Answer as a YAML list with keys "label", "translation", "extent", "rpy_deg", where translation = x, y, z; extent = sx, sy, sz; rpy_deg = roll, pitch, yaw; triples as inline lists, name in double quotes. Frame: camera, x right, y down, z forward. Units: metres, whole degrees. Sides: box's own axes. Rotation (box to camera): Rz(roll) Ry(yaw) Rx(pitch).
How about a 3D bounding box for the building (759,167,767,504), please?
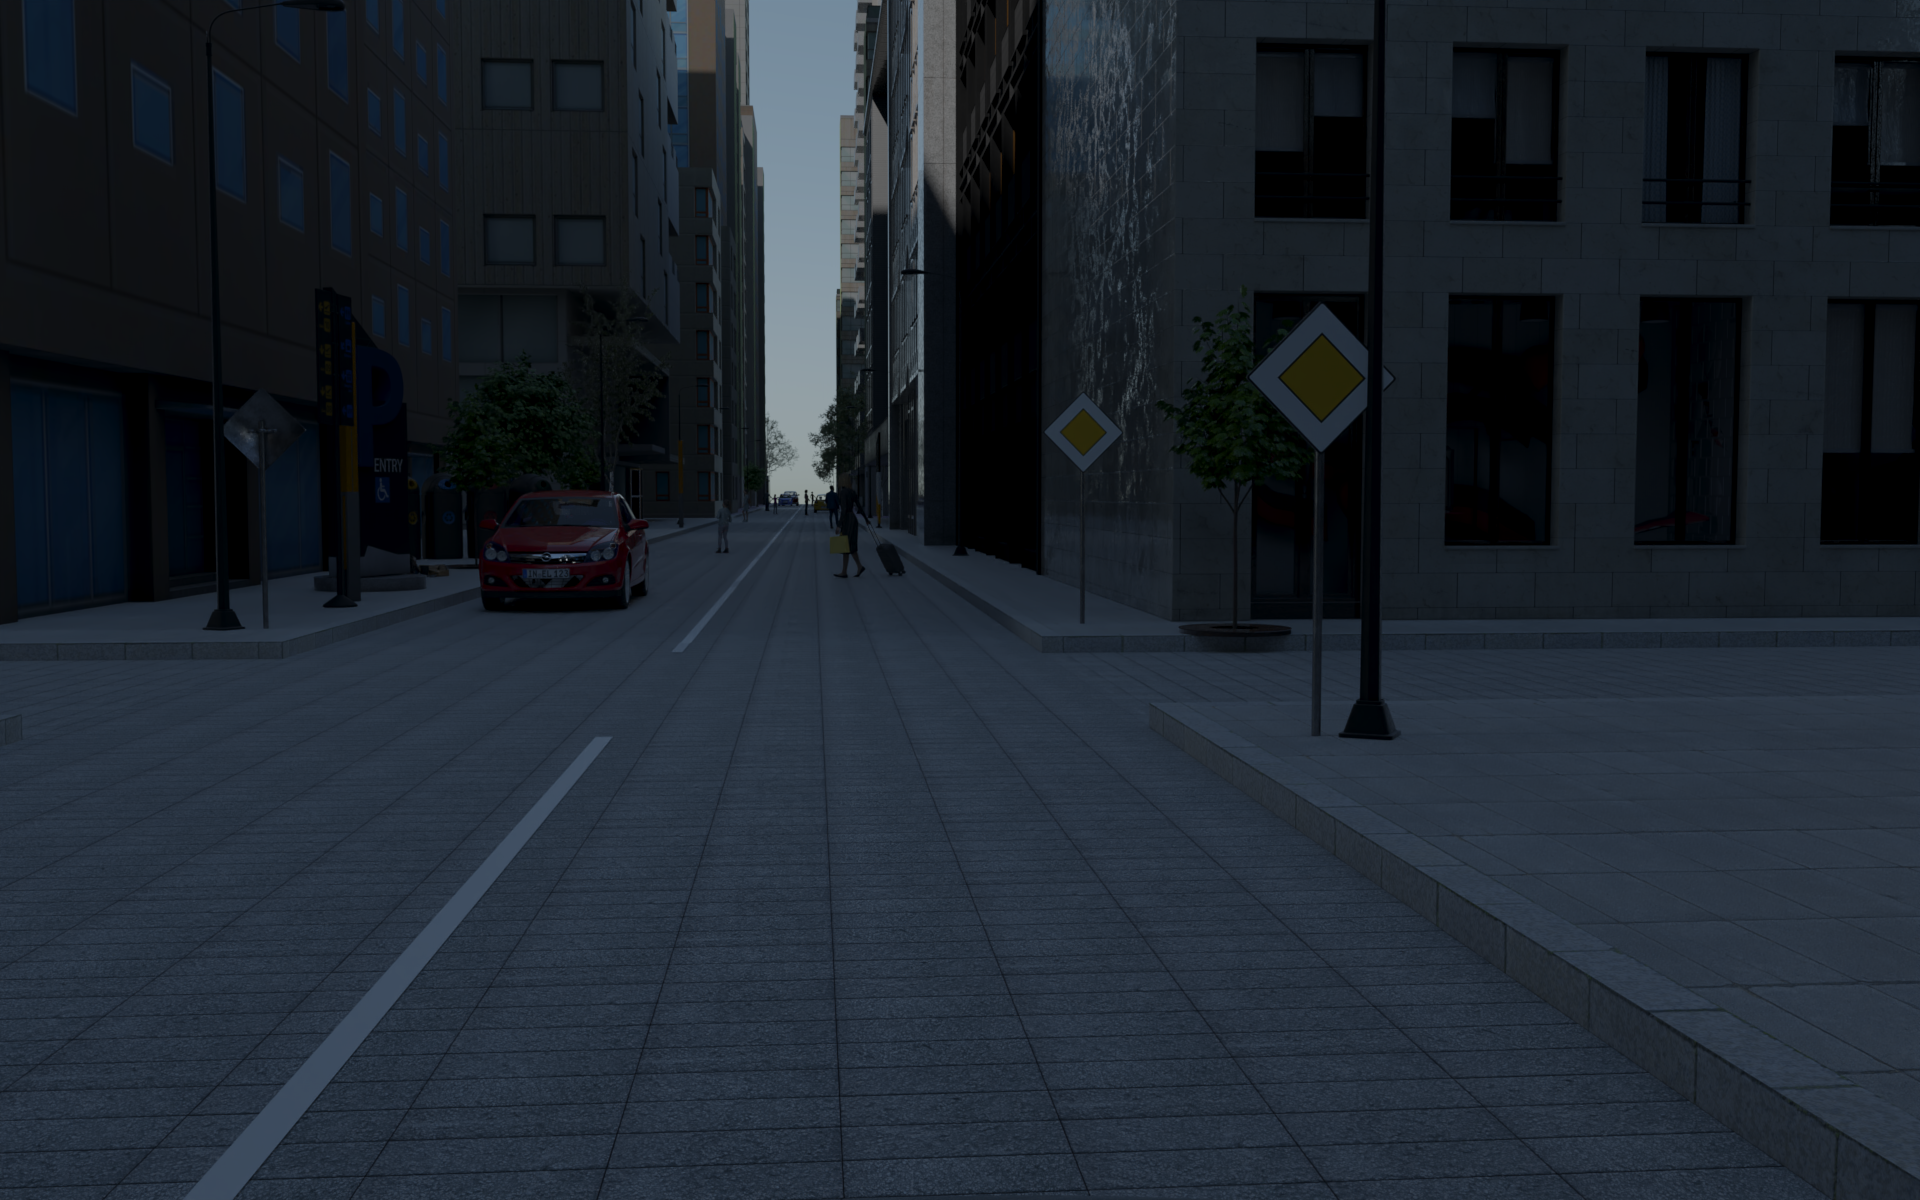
- label: "building"
  translation: [-30.848, -32.193, 209.948]
  extent: [14.154, 41.232, 14.086]
  rpy_deg: [0, 4, -5]

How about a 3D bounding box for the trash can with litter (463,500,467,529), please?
- label: "trash can with litter"
  translation: [-12.146, -2.013, 44.304]
  extent: [1.055, 1.170, 0.624]
  rpy_deg: [-2, 4, -28]

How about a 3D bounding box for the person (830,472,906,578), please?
- label: "person"
  translation: [-1.614, -1.295, 29.892]
  extent: [1.509, 1.804, 0.699]
  rpy_deg: [-2, 4, -32]

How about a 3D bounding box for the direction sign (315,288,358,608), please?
- label: "direction sign"
  translation: [-7.045, -1.687, 19.581]
  extent: [0.379, 3.537, 0.876]
  rpy_deg: [0, 4, 4]

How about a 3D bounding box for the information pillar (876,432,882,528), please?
- label: "information pillar"
  translation: [-3.086, -4.539, 65.563]
  extent: [0.183, 3.616, 0.504]
  rpy_deg: [-1, 4, -13]

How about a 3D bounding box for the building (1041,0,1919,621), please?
- label: "building"
  translation: [10.071, -10.270, 22.663]
  extent: [16.860, 20.320, 10.420]
  rpy_deg: [0, 4, -5]

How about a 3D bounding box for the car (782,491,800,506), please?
- label: "car"
  translation: [-20.541, -12.296, 209.709]
  extent: [2.281, 1.827, 5.304]
  rpy_deg: [0, 4, -4]

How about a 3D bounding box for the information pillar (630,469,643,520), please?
- label: "information pillar"
  translation: [-9.380, -2.800, 50.270]
  extent: [0.304, 2.012, 0.304]
  rpy_deg: [0, 4, 2]

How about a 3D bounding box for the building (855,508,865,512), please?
- label: "building"
  translation: [8.560, -26.588, 126.597]
  extent: [32.217, 40.220, 23.993]
  rpy_deg: [0, 4, -5]

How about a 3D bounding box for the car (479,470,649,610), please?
- label: "car"
  translation: [-5.150, -0.844, 22.846]
  extent: [2.155, 1.783, 4.494]
  rpy_deg: [0, 4, -5]

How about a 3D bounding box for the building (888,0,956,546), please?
- label: "building"
  translation: [4.248, -14.353, 52.700]
  extent: [12.078, 24.808, 19.932]
  rpy_deg: [0, 4, -5]

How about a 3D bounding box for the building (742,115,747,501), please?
- label: "building"
  translation: [-26.841, -28.841, 155.149]
  extent: [14.154, 41.232, 14.086]
  rpy_deg: [0, 4, -5]

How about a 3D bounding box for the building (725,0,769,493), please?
- label: "building"
  translation: [-35.516, -48.181, 226.015]
  extent: [20.563, 71.187, 20.611]
  rpy_deg: [0, 4, -5]

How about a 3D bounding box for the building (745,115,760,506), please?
- label: "building"
  translation: [-28.690, -30.433, 181.169]
  extent: [14.154, 41.232, 14.086]
  rpy_deg: [0, 4, -5]

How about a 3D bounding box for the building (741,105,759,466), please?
- label: "building"
  translation: [-29.900, -33.344, 195.281]
  extent: [14.600, 45.320, 14.200]
  rpy_deg: [0, 4, -5]

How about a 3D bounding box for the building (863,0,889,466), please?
- label: "building"
  translation: [3.250, -15.816, 77.657]
  extent: [14.314, 24.678, 30.058]
  rpy_deg: [0, 4, -5]

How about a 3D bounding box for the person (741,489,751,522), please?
- label: "person"
  translation: [-11.018, -4.868, 89.102]
  extent: [0.522, 1.701, 0.512]
  rpy_deg: [-1, 4, -10]

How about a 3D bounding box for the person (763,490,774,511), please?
- label: "person"
  translation: [-16.157, -8.369, 145.420]
  extent: [1.350, 1.814, 0.705]
  rpy_deg: [3, 5, 42]

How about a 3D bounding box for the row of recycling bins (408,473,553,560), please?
- label: "row of recycling bins"
  translation: [-9.876, -1.674, 34.476]
  extent: [3.534, 1.692, 1.069]
  rpy_deg: [-2, 4, -34]

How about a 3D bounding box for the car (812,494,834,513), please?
- label: "car"
  translation: [-10.332, -7.485, 132.598]
  extent: [2.015, 1.641, 3.980]
  rpy_deg: [0, 4, -4]

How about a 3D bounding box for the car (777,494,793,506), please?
- label: "car"
  translation: [-20.675, -11.944, 204.878]
  extent: [1.945, 1.707, 3.694]
  rpy_deg: [0, 4, -5]

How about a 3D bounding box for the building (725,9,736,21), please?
- label: "building"
  translation: [-25.434, -27.986, 141.158]
  extent: [14.154, 41.232, 14.086]
  rpy_deg: [0, 4, -5]

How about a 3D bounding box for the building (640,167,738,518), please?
- label: "building"
  translation: [-28.115, -15.914, 105.230]
  extent: [27.650, 21.520, 28.899]
  rpy_deg: [0, 4, -5]

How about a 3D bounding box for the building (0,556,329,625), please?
- label: "building"
  translation: [-16.448, -22.690, 21.089]
  extent: [14.600, 45.320, 14.200]
  rpy_deg: [0, 4, -5]

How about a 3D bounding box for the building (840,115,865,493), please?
- label: "building"
  translation: [-6.169, -31.012, 190.647]
  extent: [14.154, 41.232, 14.086]
  rpy_deg: [0, 4, -5]

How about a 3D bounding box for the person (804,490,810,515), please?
- label: "person"
  translation: [-10.242, -6.554, 116.360]
  extent: [0.721, 1.736, 1.217]
  rpy_deg: [0, 4, 7]

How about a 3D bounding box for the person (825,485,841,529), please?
- label: "person"
  translation: [-5.261, -3.867, 71.911]
  extent: [0.721, 1.800, 0.419]
  rpy_deg: [1, 4, 18]

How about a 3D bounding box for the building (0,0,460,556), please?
- label: "building"
  translation: [-21.506, -24.087, 43.941]
  extent: [14.600, 45.320, 14.200]
  rpy_deg: [0, 4, -5]

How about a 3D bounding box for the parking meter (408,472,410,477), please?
- label: "parking meter"
  translation: [-12.778, -2.077, 39.667]
  extent: [0.399, 1.863, 0.255]
  rpy_deg: [0, 4, 4]

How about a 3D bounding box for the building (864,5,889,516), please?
- label: "building"
  translation: [1.046, -20.518, 107.172]
  extent: [14.160, 30.474, 14.107]
  rpy_deg: [0, 4, -5]

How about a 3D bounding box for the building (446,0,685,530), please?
- label: "building"
  translation: [-26.188, -29.540, 72.214]
  extent: [28.713, 52.752, 27.495]
  rpy_deg: [0, 4, -5]

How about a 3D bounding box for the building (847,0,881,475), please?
- label: "building"
  translation: [1.968, -32.626, 153.039]
  extent: [23.786, 49.044, 30.456]
  rpy_deg: [0, 4, -5]

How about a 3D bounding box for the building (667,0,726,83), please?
- label: "building"
  translation: [-24.325, -29.132, 126.413]
  extent: [14.600, 45.320, 14.200]
  rpy_deg: [0, 4, -5]

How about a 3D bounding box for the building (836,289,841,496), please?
- label: "building"
  translation: [-10.427, -28.878, 243.850]
  extent: [14.160, 30.474, 14.107]
  rpy_deg: [0, 4, -5]

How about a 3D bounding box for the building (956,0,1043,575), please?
- label: "building"
  translation: [6.689, -12.560, 35.036]
  extent: [12.332, 23.373, 15.834]
  rpy_deg: [0, 4, -5]

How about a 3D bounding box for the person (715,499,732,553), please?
- label: "person"
  translation: [-5.754, -1.787, 41.996]
  extent: [0.394, 1.301, 0.425]
  rpy_deg: [2, 4, 35]
